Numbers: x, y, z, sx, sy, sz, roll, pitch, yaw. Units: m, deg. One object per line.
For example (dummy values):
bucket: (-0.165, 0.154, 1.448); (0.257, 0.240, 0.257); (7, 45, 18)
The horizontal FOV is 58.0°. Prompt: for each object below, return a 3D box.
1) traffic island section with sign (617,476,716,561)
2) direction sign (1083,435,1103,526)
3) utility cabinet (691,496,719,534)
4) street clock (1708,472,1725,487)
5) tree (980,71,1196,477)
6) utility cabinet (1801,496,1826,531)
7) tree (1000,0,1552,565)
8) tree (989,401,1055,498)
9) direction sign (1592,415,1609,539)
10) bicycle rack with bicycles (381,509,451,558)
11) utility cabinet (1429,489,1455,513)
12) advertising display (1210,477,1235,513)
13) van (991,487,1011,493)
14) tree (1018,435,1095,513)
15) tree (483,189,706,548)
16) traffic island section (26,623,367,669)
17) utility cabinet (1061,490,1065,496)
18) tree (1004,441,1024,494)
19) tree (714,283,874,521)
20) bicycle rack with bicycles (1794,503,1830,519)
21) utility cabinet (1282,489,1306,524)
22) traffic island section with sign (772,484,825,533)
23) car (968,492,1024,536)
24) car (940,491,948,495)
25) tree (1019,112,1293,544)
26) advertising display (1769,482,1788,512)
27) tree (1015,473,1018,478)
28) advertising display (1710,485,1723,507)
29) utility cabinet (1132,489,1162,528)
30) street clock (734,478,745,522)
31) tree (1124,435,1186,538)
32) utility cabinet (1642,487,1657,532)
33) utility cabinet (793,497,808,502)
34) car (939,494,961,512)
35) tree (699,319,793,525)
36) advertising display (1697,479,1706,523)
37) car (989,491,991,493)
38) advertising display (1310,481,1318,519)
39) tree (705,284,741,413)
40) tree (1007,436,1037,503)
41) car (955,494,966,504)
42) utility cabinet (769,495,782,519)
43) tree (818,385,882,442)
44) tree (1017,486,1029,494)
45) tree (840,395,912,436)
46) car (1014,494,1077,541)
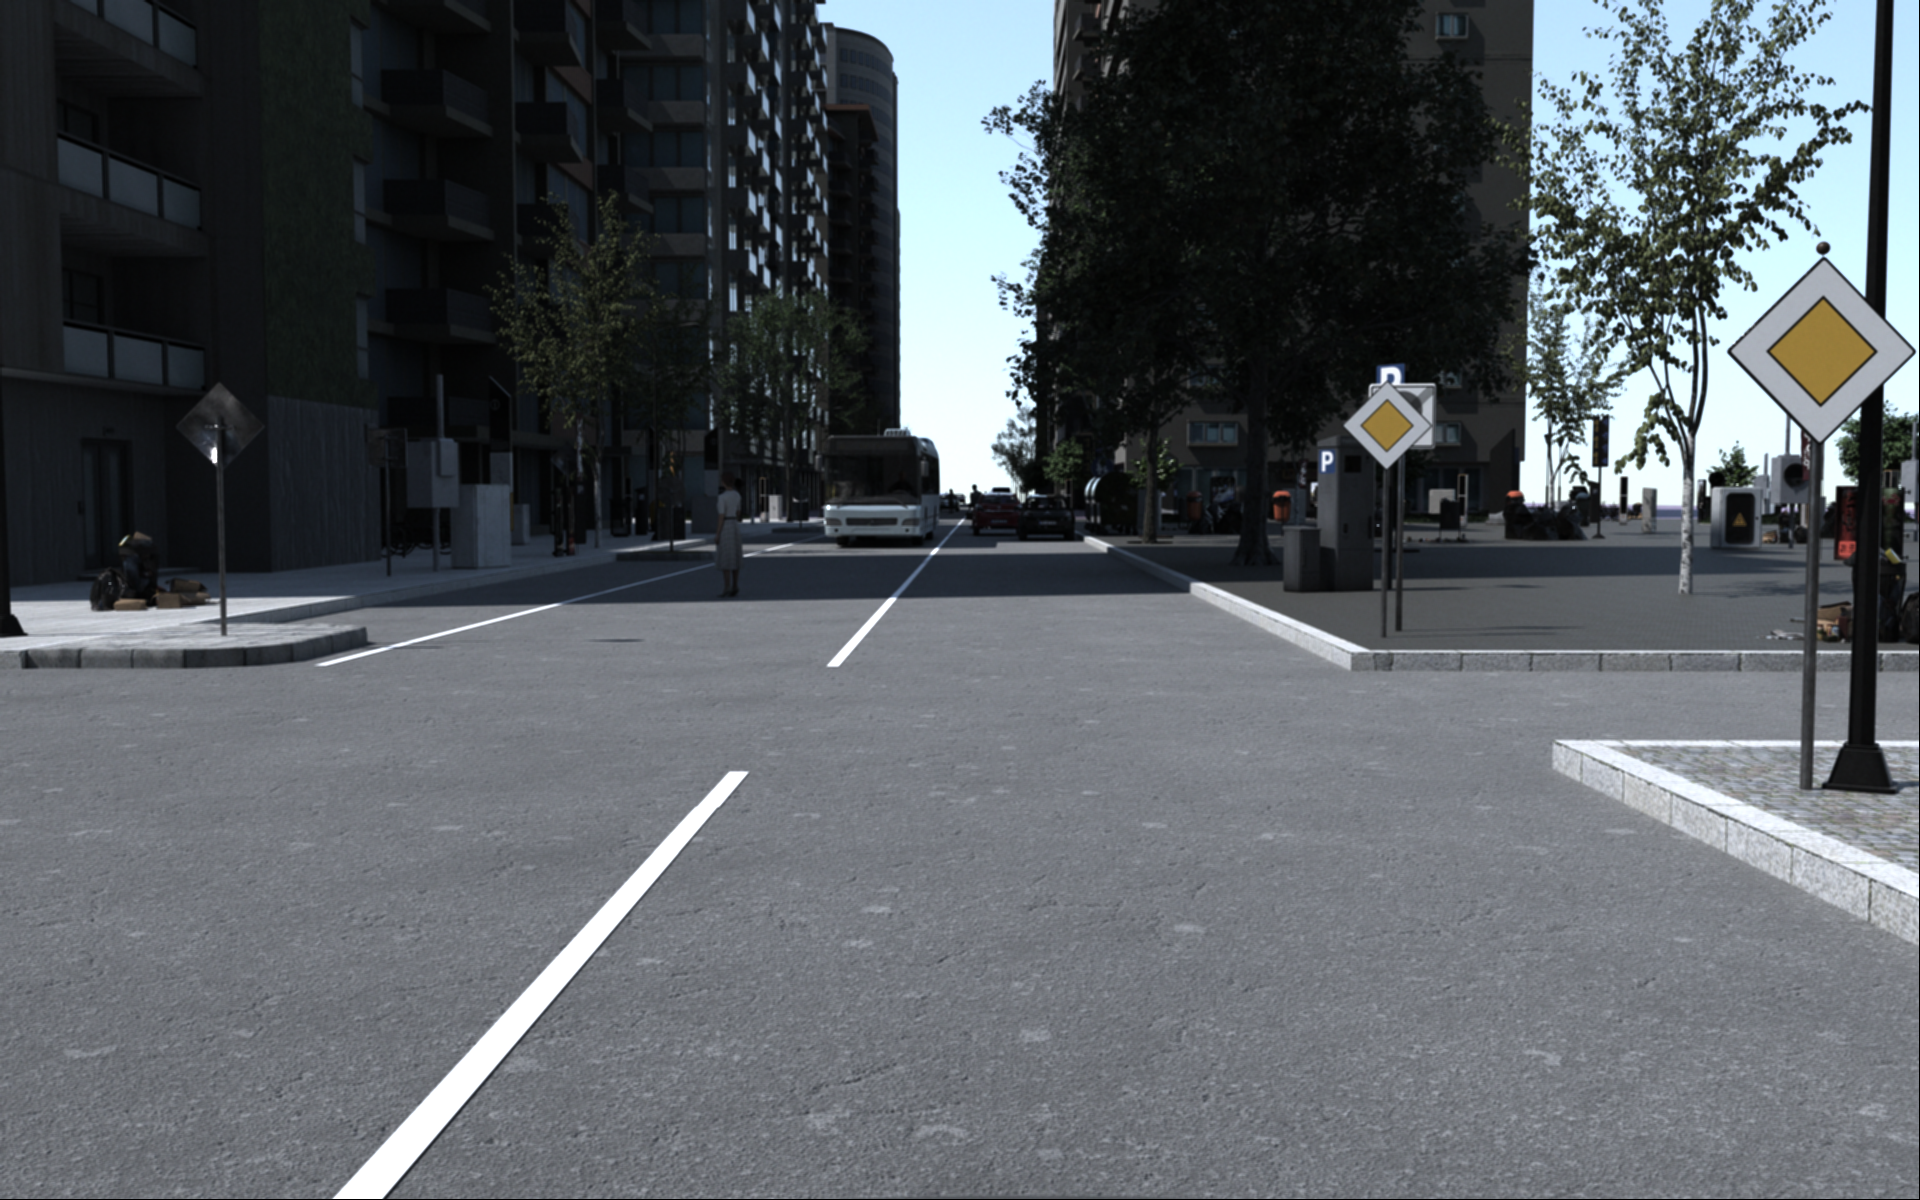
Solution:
traffic island section with sign: (-6.354, -1.794, 37.954); (1.989, 1.847, 2.006); (0, 4, 1)
direction sign: (5.116, -4.578, 66.852); (0.876, 3.537, 0.379); (-2, 4, -27)
utility cabinet: (-8.216, -2.763, 56.344); (1.020, 1.237, 0.306); (0, 4, -1)
street clock: (24.355, -3.132, 55.780); (0.471, 2.002, 0.358); (2, 4, 32)
tree: (7.126, -13.444, 75.701); (12.611, 20.169, 13.585); (0, 3, 0)
utility cabinet: (29.247, -2.948, 59.354); (1.020, 1.237, 0.306); (-2, 4, -32)
tree: (5.491, -6.986, 31.222); (9.611, 12.733, 9.660); (0, 3, 0)
tree: (6.585, -14.651, 173.951); (8.767, 10.594, 7.601); (2, 4, 27)
direction sign: (18.484, -3.549, 50.031); (0.379, 3.537, 0.876); (0, 4, -8)
bicycle rack with bicycles: (-12.149, -1.370, 35.777); (2.925, 0.926, 2.852); (0, 4, 4)
utility cabinet: (23.068, -4.541, 82.921); (1.173, 1.500, 0.318); (3, 4, 37)
advertising display: (9.681, -3.585, 63.835); (0.974, 1.923, 0.123); (-1, 4, -19)
van: (3.737, -9.523, 160.085); (2.240, 2.365, 5.245); (0, 4, -1)
tree: (6.302, -6.849, 95.701); (4.285, 4.588, 4.351); (0, 3, 0)
tree: (-8.885, -5.550, 41.111); (4.737, 8.622, 4.395); (0, 3, 0)
traffic island section: (-6.681, 0.404, 15.670); (2.009, 0.180, 2.903); (0, 4, 1)
utility cabinet: (5.362, -4.900, 88.786); (0.318, 1.500, 1.173); (0, 4, -3)
tree: (7.763, -17.736, 240.345); (4.360, 8.622, 3.978); (0, 3, 0)
tree: (-8.187, -9.697, 84.300); (9.928, 11.665, 9.643); (0, 3, 0)
bicycle rack with bicycles: (33.067, -3.231, 66.217); (2.852, 0.926, 2.925); (0, 4, 4)
utility cabinet: (14.232, -3.981, 73.771); (1.173, 1.500, 0.318); (-3, 4, -37)
traffic island section with sign: (-5.946, -3.442, 64.906); (1.989, 1.847, 2.006); (0, 4, 1)
car: (1.344, -3.168, 60.834); (2.155, 1.783, 4.494); (0, 4, 0)
car: (-1.534, -9.383, 163.003); (1.945, 1.707, 3.694); (0, 4, 3)
tree: (5.043, -7.267, 44.566); (9.928, 11.665, 9.643); (0, 3, 0)
advertising display: (42.311, -5.163, 89.632); (0.974, 1.923, 0.123); (1, 4, 9)
tree: (6.538, -10.255, 151.381); (4.285, 4.588, 4.351); (0, 3, 0)
advertising display: (38.409, -5.037, 87.563); (0.974, 1.923, 0.123); (0, 4, -7)
utility cabinet: (6.996, -3.458, 65.209); (1.173, 1.500, 0.318); (2, 4, 30)
street clock: (-9.994, -4.521, 78.481); (0.471, 2.002, 0.358); (2, 4, 26)
tree: (5.741, -3.441, 50.864); (1.663, 3.219, 1.824); (0, 3, 0)
utility cabinet: (23.045, -3.008, 57.858); (0.318, 1.500, 1.173); (2, 4, 29)
utility cabinet: (-8.032, -4.653, 87.233); (0.306, 1.237, 1.020); (-2, 4, -35)
car: (-0.982, -8.044, 143.311); (2.131, 1.459, 4.920); (0, 4, 2)
tree: (-8.730, -7.454, 72.239); (4.360, 8.622, 3.978); (0, 3, 0)
advertising display: (32.832, -4.371, 76.687); (0.123, 1.923, 0.974); (1, 4, 9)
car: (4.507, -13.282, 225.835); (2.281, 1.827, 5.304); (0, 4, 1)
advertising display: (18.137, -5.050, 87.783); (0.123, 1.923, 0.974); (-2, 4, -34)
tree: (-8.872, -6.279, 53.028); (4.737, 8.622, 4.395); (0, 3, 0)
tree: (7.229, -15.554, 204.663); (4.737, 8.622, 4.395); (0, 3, 0)
car: (-0.113, -14.596, 247.683); (2.155, 1.783, 4.494); (0, 4, 1)
utility cabinet: (-9.640, -4.794, 89.550); (1.020, 1.237, 0.306); (3, 5, 42)
tree: (-7.250, -9.773, 110.154); (4.360, 8.622, 3.978); (0, 3, 0)
tree: (8.205, -13.498, 215.287); (1.663, 3.219, 1.824); (0, 3, 0)
tree: (-7.588, -13.905, 161.754); (8.767, 10.594, 7.601); (-1, 4, -10)
car: (2.699, -2.735, 54.498); (2.009, 1.686, 4.222); (0, 4, 1)
